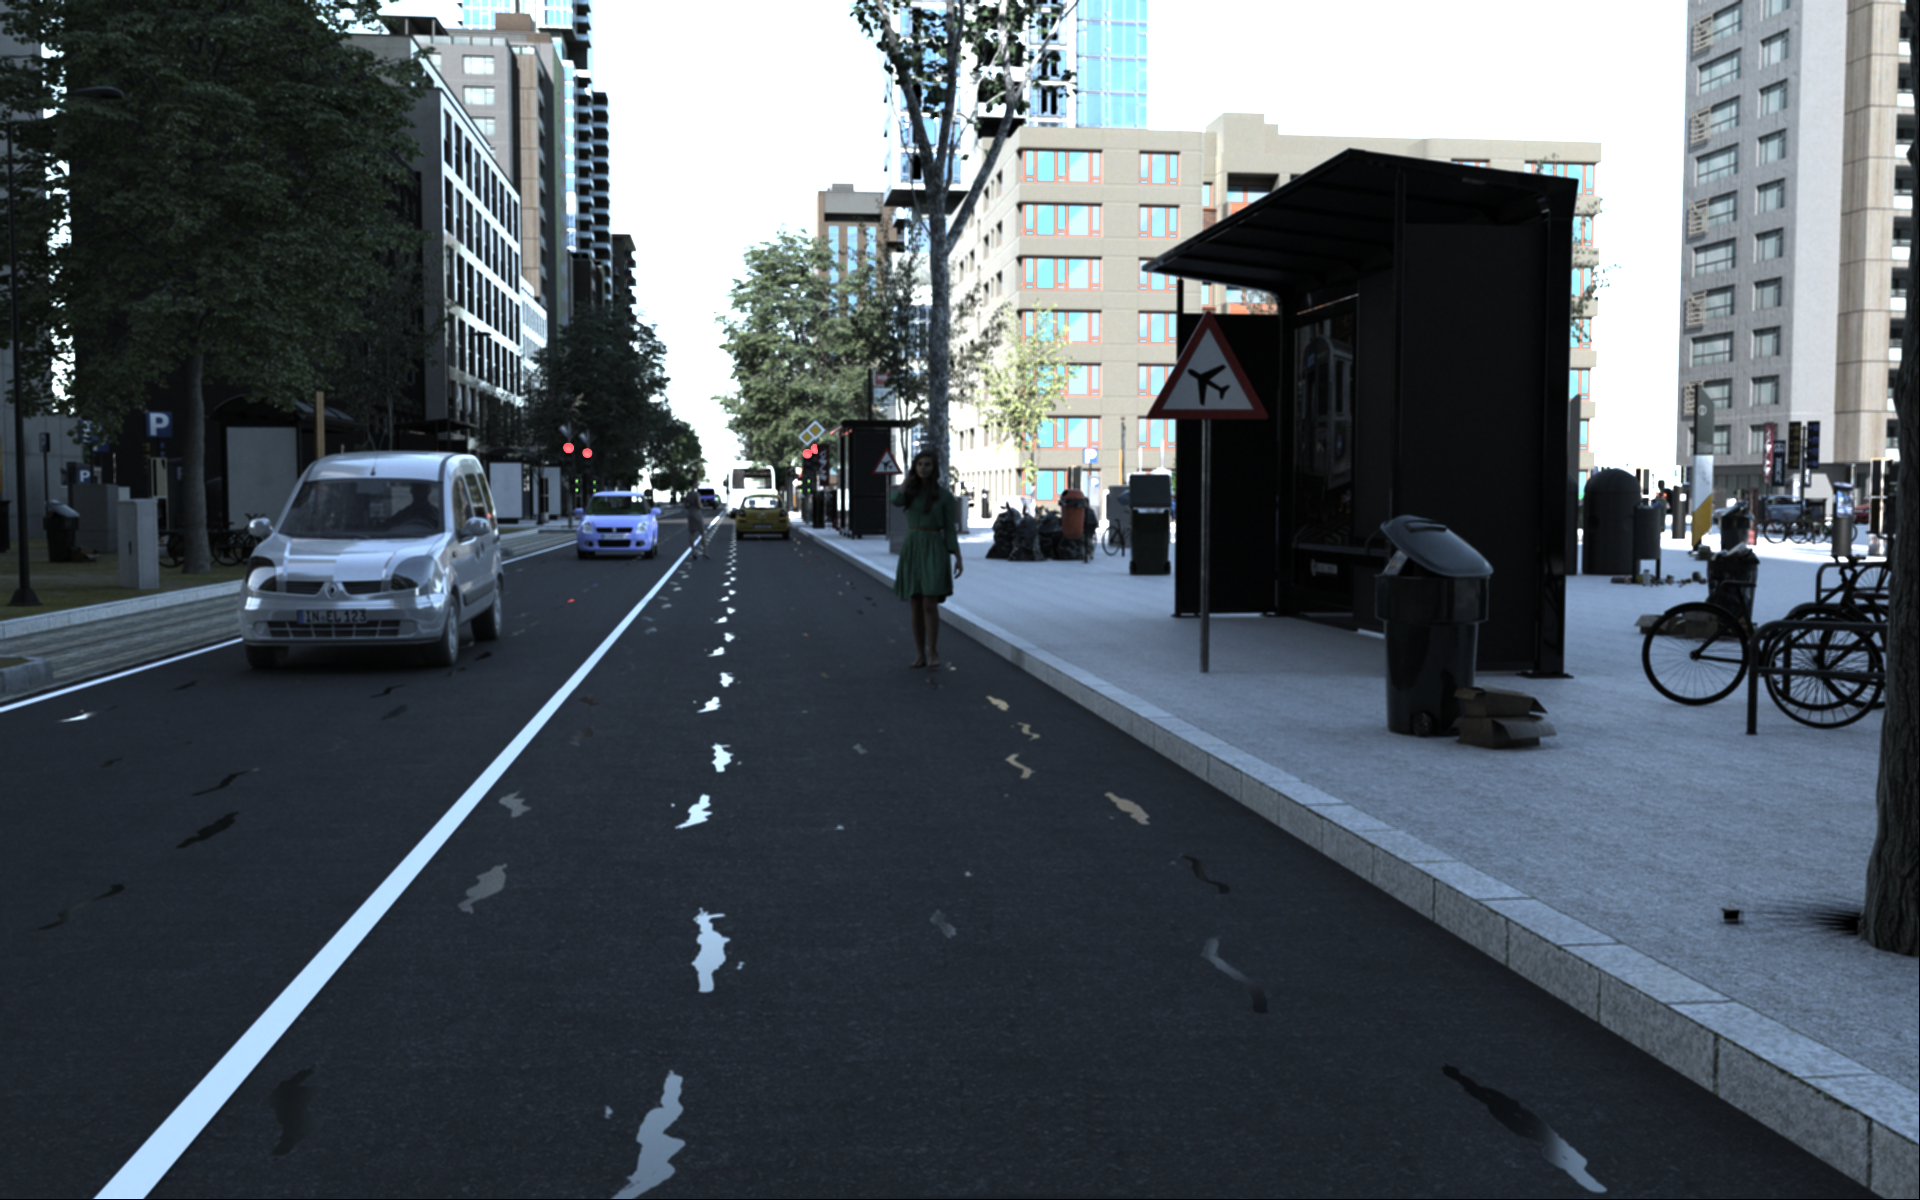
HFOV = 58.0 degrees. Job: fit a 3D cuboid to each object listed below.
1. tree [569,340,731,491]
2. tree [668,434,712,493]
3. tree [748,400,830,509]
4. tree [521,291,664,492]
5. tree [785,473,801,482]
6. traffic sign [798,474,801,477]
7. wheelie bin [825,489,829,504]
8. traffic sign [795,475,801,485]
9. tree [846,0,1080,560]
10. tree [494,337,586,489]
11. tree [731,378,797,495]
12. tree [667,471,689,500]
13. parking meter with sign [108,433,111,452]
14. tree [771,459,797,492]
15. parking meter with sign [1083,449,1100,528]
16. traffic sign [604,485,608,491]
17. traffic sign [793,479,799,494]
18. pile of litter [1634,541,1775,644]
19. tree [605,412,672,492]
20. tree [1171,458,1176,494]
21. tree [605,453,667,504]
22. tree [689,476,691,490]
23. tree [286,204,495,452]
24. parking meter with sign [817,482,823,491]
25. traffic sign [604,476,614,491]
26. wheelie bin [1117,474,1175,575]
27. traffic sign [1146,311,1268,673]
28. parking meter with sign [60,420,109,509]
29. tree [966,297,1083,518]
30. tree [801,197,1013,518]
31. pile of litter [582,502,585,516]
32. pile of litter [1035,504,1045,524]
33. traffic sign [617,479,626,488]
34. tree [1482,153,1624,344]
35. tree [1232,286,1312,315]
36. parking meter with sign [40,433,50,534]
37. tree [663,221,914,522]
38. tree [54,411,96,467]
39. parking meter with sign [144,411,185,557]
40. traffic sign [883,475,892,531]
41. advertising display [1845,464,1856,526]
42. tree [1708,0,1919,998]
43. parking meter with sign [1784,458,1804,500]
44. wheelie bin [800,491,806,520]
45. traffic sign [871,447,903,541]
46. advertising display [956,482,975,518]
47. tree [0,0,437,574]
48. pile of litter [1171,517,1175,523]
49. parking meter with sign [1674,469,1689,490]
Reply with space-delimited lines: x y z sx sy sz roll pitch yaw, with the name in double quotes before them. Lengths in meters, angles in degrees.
"tree" -26.523 -13.923 138.014 12.009 13.543 11.850 0 3 0
"tree" -47.679 -23.556 302.155 9.611 12.733 9.660 0 3 0
"tree" -13.658 -12.613 140.629 7.601 10.594 8.767 -1 4 -11
"tree" -22.808 -12.376 109.010 9.857 13.997 8.962 0 3 0
"tree" -12.878 -8.590 135.051 1.663 3.219 1.824 0 3 0
"traffic sign" -9.317 -6.332 103.633 0.768 2.556 0.104 0 4 1
"wheelie bin" -7.868 -5.882 104.083 0.693 1.594 0.980 -1 4 -10
"traffic sign" -9.076 -6.119 100.056 0.884 2.594 0.081 0 4 -3
"tree" 1.092 -10.614 29.431 12.611 20.169 13.585 0 3 0
"tree" -19.793 -8.035 81.741 4.360 8.622 3.978 0 3 0
"tree" -18.914 -16.433 179.056 12.009 13.543 11.850 0 3 0
"tree" -37.047 -14.160 215.234 4.285 4.588 4.351 0 3 0
"parking meter with sign" -24.405 -3.194 48.476 0.543 3.016 1.738 0 4 -3
"tree" -17.173 -11.251 167.667 4.285 4.588 4.351 0 3 0
"parking meter with sign" 5.083 -4.278 66.213 0.543 3.016 1.738 0 4 -3
"traffic sign" -25.000 -7.517 123.015 0.768 2.556 0.104 0 4 2
"traffic sign" -10.768 -7.005 115.714 0.795 2.450 0.064 0 4 -5
"pile of litter" 6.737 -0.104 15.672 1.176 0.858 1.719 2 4 24
"tree" -30.617 -13.957 162.605 7.601 10.594 8.767 -3 4 -38
"tree" 10.356 -5.284 80.987 1.663 3.219 1.824 0 3 0
"tree" -24.823 -8.778 127.229 4.285 4.588 4.351 0 3 0
"tree" -40.031 -16.054 246.187 4.285 4.588 4.351 0 3 0
"tree" -14.658 -5.694 43.457 4.360 8.622 3.978 0 3 0
"parking meter with sign" -8.707 -6.755 106.699 1.738 3.016 0.543 3 5 41
"traffic sign" -24.357 -7.337 120.063 0.768 2.556 0.104 0 4 -4
"wheelie bin" 2.991 -1.206 27.623 0.980 1.594 0.693 0 4 2
"traffic sign" 1.759 -0.758 12.395 0.884 2.594 0.081 0 4 -6
"parking meter with sign" -20.992 -2.760 41.394 0.543 3.016 1.738 -3 5 -43
"tree" 2.474 -6.948 63.964 4.737 8.622 4.395 0 3 0
"tree" -1.124 -5.697 43.506 4.360 8.622 3.978 0 3 0
"pile of litter" -22.478 -5.502 103.916 1.176 0.858 1.719 2 4 31
"pile of litter" 3.238 -3.729 74.939 1.176 0.858 1.719 -3 4 -36
"traffic sign" -23.085 -7.092 118.089 0.606 2.300 0.079 0 4 2
"tree" 11.874 -5.313 37.231 4.360 8.622 3.978 0 3 0
"tree" 8.998 -6.006 48.552 4.360 8.622 3.978 0 3 0
"parking meter with sign" -25.509 -3.288 50.021 0.543 3.016 1.738 3 5 44
"tree" -7.010 -10.641 80.639 9.857 13.997 8.962 0 3 0
"tree" -30.623 -4.537 57.886 4.285 4.588 4.351 0 3 0
"parking meter with sign" -16.337 -2.434 36.060 1.738 3.016 0.543 3 5 44
"traffic sign" -2.599 -3.603 59.012 0.768 2.556 0.104 0 4 -4
"advertising display" 19.129 -1.960 37.258 0.123 1.923 0.974 2 4 32
"tree" 2.958 -4.823 4.607 9.928 11.665 9.643 0 3 0
"parking meter with sign" 40.214 -5.345 83.654 0.543 3.016 1.738 -1 4 -9
"wheelie bin" -7.221 -4.583 82.846 0.980 1.594 0.693 -2 4 -35
"traffic sign" -2.002 -2.902 47.450 0.884 2.594 0.081 0 4 -3
"advertising display" 0.279 -5.278 91.514 0.974 1.923 0.123 0 4 7
"tree" -11.986 -6.707 27.793 7.486 12.596 7.792 0 3 0
"pile of litter" 9.716 -3.928 78.187 1.176 0.858 1.719 2 4 31
"parking meter with sign" 50.169 -7.534 119.436 0.543 3.016 1.738 -3 5 -41
